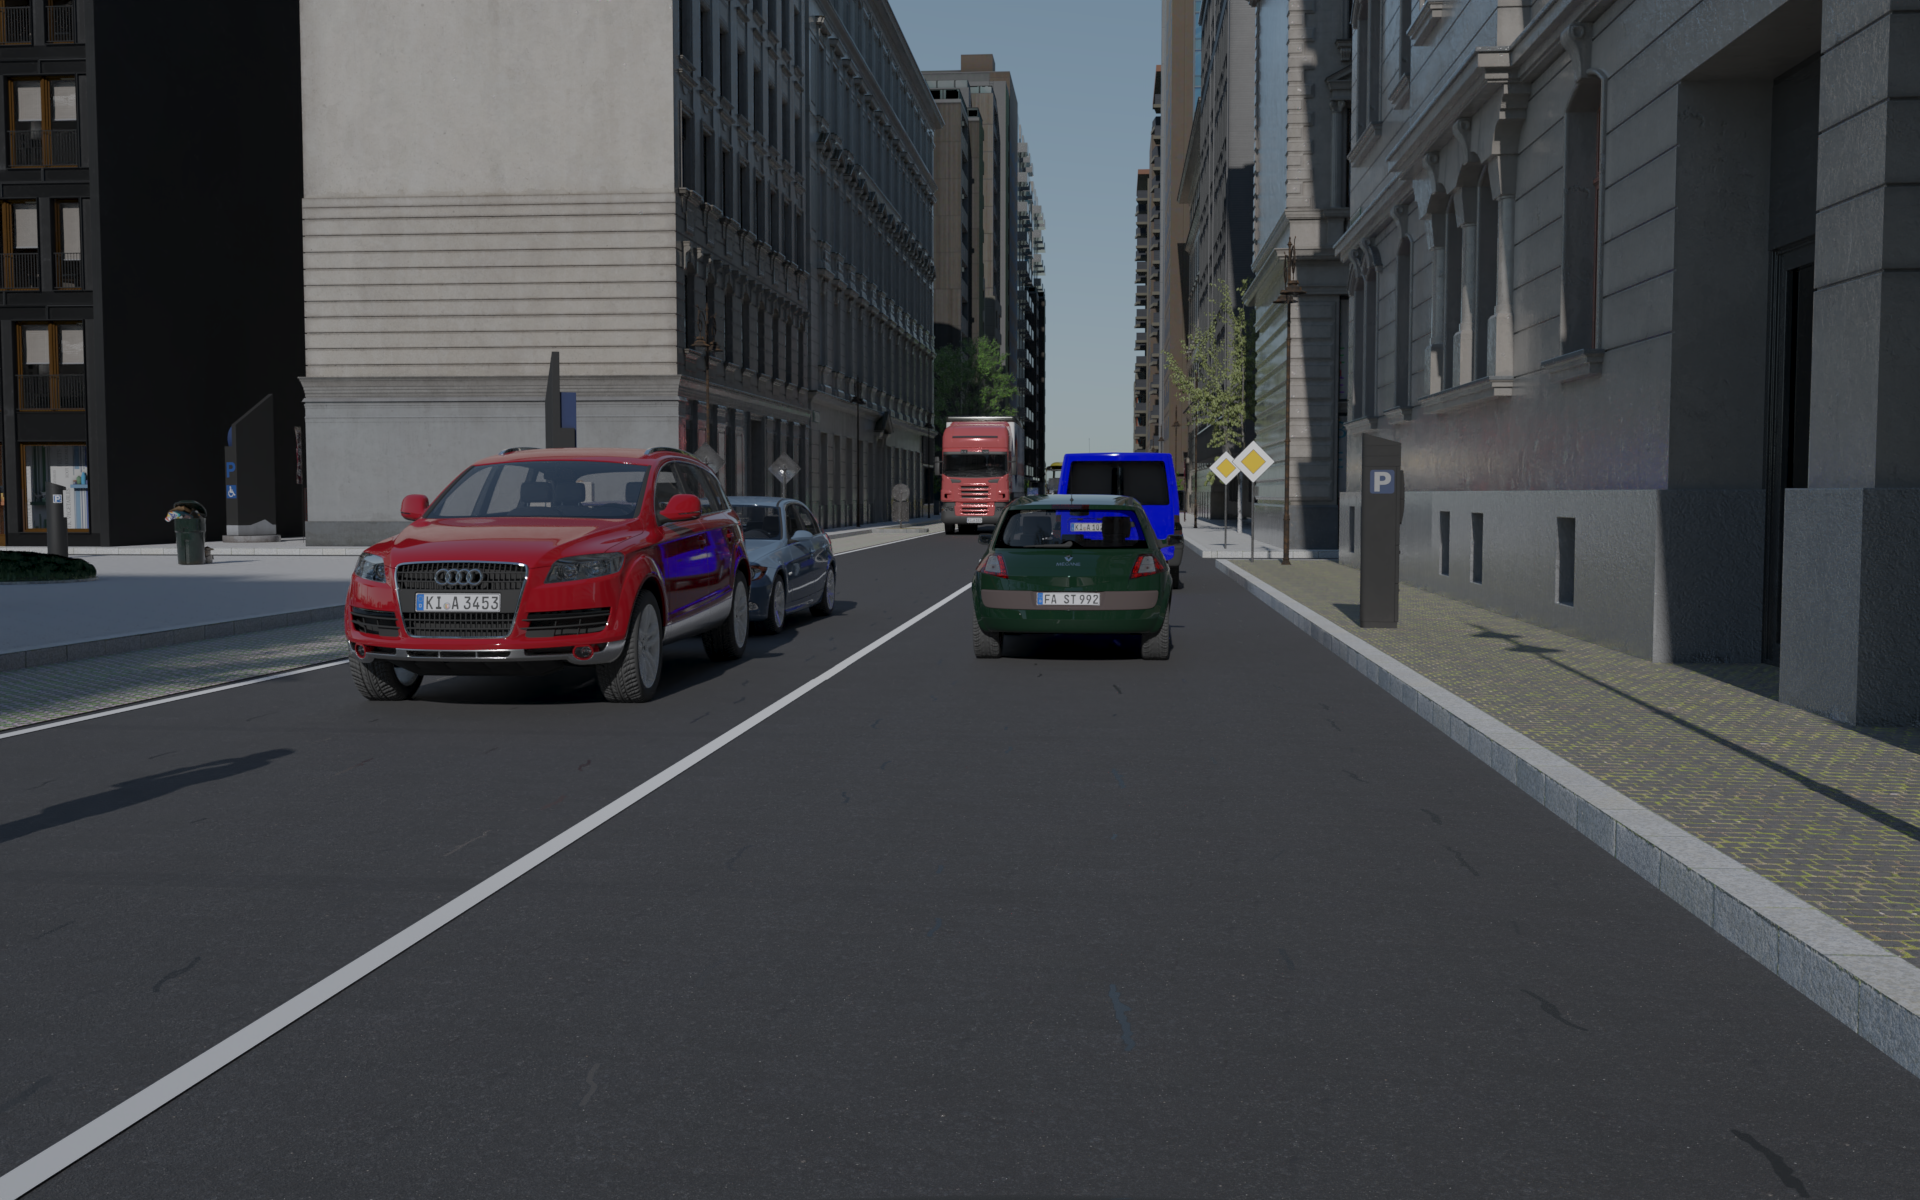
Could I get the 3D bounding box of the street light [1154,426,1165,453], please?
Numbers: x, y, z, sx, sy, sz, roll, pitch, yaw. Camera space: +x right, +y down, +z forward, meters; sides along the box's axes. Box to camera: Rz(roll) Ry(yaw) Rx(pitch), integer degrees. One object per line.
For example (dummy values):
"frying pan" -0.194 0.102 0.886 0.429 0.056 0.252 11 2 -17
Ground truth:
"street light" 13.324 -8.689 114.853 0.468 5.910 1.993 0 4 5

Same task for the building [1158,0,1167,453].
"building" 27.400 -36.912 145.512 21.231 58.520 28.212 0 4 5

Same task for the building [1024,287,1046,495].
"building" 4.480 -28.538 238.293 14.160 30.474 14.107 0 4 5

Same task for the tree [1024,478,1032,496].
"tree" 7.370 -12.069 191.930 1.663 3.219 1.824 0 3 0

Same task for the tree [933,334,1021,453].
"tree" 0.296 -11.418 112.443 9.928 11.665 9.643 0 3 0

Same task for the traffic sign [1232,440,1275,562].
"traffic sign" 5.490 -1.764 32.478 0.795 2.450 0.064 0 4 5

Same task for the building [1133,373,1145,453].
"building" 39.884 -25.291 258.553 27.650 21.520 28.899 0 4 5

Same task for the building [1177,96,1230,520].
"building" 21.025 -16.285 99.551 16.112 22.955 30.059 0 4 5

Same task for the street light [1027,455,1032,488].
"street light" 8.083 -13.946 200.796 0.468 5.910 1.993 0 4 5

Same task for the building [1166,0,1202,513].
"building" 21.963 -29.054 125.149 14.600 45.320 14.200 0 4 5

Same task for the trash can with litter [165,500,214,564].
"trash can with litter" -14.043 -1.239 31.647 0.624 1.170 1.055 -1 4 -9

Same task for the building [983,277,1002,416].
"building" -11.223 -18.459 146.837 27.650 21.520 28.899 0 4 5

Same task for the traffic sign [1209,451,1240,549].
"traffic sign" 6.203 -2.250 40.431 0.795 2.450 0.064 0 4 5

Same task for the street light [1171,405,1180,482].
"street light" 11.197 -7.158 89.825 0.468 5.910 1.993 0 4 5

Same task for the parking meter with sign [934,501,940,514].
"parking meter with sign" -2.123 -6.761 106.809 1.738 3.016 0.543 0 4 5

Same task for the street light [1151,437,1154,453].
"street light" 15.695 -10.272 140.737 0.468 5.910 1.993 0 4 5

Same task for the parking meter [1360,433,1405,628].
"parking meter" 4.056 -0.668 16.632 0.399 1.863 0.255 1 4 11

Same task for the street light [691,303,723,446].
"street light" -6.134 -4.242 42.152 0.468 5.910 1.993 0 4 5

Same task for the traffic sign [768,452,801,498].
"traffic sign" -4.197 -2.308 41.381 0.795 2.450 0.064 0 4 5

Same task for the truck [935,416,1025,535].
"truck" 0.912 -4.618 64.412 2.839 4.237 11.283 0 4 5

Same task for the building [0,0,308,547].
"building" -27.927 -13.357 48.060 15.834 23.373 12.332 0 4 5

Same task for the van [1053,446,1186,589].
"van" 2.546 -1.433 27.810 2.240 2.365 5.245 0 4 6

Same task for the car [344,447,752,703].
"car" -3.009 -0.303 13.632 2.281 1.827 5.304 0 4 4

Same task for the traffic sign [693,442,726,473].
"traffic sign" -4.911 -1.822 33.428 0.795 2.450 0.064 0 4 5

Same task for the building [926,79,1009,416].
"building" -2.726 -29.576 167.169 14.154 41.232 14.086 0 4 5

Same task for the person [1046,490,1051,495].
"person" 6.004 -6.658 118.075 1.217 1.735 0.721 -1 4 -9

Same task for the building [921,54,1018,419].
"building" -1.281 -32.487 181.267 14.600 45.320 14.200 0 4 5

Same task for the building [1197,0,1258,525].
"building" 17.626 -17.071 72.612 14.314 27.812 24.014 0 4 5

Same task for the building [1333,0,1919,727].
"building" 12.128 -14.178 19.201 14.401 28.519 23.554 0 4 5

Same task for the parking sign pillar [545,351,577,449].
"parking sign pillar" -7.728 -2.752 33.475 1.447 3.967 1.447 -1 4 -20

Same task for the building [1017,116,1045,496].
"building" -2.341 -36.450 215.566 23.786 49.044 30.456 0 4 5

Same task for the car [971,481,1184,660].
"car" 1.118 -0.404 16.398 2.009 1.686 4.222 0 4 6

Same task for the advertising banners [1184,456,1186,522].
"advertising banners" 10.473 -5.169 80.694 0.090 3.025 2.074 1 4 9

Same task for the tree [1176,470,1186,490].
"tree" 14.417 -7.580 118.532 1.663 3.219 1.824 0 3 0

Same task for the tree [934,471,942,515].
"tree" -1.595 -6.735 104.723 1.663 3.219 1.824 0 3 0

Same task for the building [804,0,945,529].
"building" -11.074 -18.645 81.256 17.030 29.872 44.131 0 4 5

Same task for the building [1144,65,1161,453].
"building" 30.427 -31.836 175.136 22.147 44.769 28.867 0 4 5

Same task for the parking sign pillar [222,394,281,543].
"parking sign pillar" -18.904 -3.526 46.117 1.447 3.967 1.447 2 4 25

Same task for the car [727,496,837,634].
"car" -2.523 -0.446 19.292 2.014 1.417 4.499 0 4 7

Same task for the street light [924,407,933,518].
"street light" -1.657 -7.309 92.285 0.468 5.910 1.993 0 4 5

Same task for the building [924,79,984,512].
"building" -5.792 -21.573 124.415 14.160 30.474 14.107 0 4 5

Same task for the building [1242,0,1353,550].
"building" 17.127 -13.109 43.213 19.941 23.489 11.050 0 4 5

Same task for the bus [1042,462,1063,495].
"bus" 8.186 -8.784 135.161 2.896 3.916 12.252 0 4 6

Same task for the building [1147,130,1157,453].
"building" 29.494 -34.011 206.198 14.600 45.320 14.200 0 4 5

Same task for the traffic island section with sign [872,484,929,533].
"traffic island section with sign" -2.185 -3.403 64.260 1.989 1.847 2.006 0 4 5

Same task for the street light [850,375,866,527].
"street light" -3.962 -5.785 67.377 0.468 5.910 1.993 0 4 5

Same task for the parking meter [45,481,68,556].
"parking meter" -18.110 -1.610 34.729 0.372 1.533 0.369 0 3 0

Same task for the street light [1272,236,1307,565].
"street light" 5.923 -3.578 31.281 0.468 5.910 1.993 0 4 5

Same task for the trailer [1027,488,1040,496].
"trailer" 6.646 -9.189 157.284 1.471 1.999 3.904 0 4 6

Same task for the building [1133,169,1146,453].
"building" 34.151 -35.094 228.405 22.147 44.769 28.867 0 4 5

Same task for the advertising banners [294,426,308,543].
"advertising banners" -17.257 -3.038 45.865 0.090 3.025 2.074 0 4 -3

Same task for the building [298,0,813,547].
"building" -10.562 -12.298 50.216 9.793 20.994 18.267 0 4 5

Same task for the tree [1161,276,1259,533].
"tree" 9.054 -6.534 57.186 4.737 8.622 4.395 0 3 0

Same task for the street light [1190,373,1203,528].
"street light" 8.865 -5.641 65.018 0.468 5.910 1.993 0 4 5

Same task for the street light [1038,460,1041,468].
"street light" 10.310 -15.463 225.612 0.468 5.910 1.993 0 4 5
